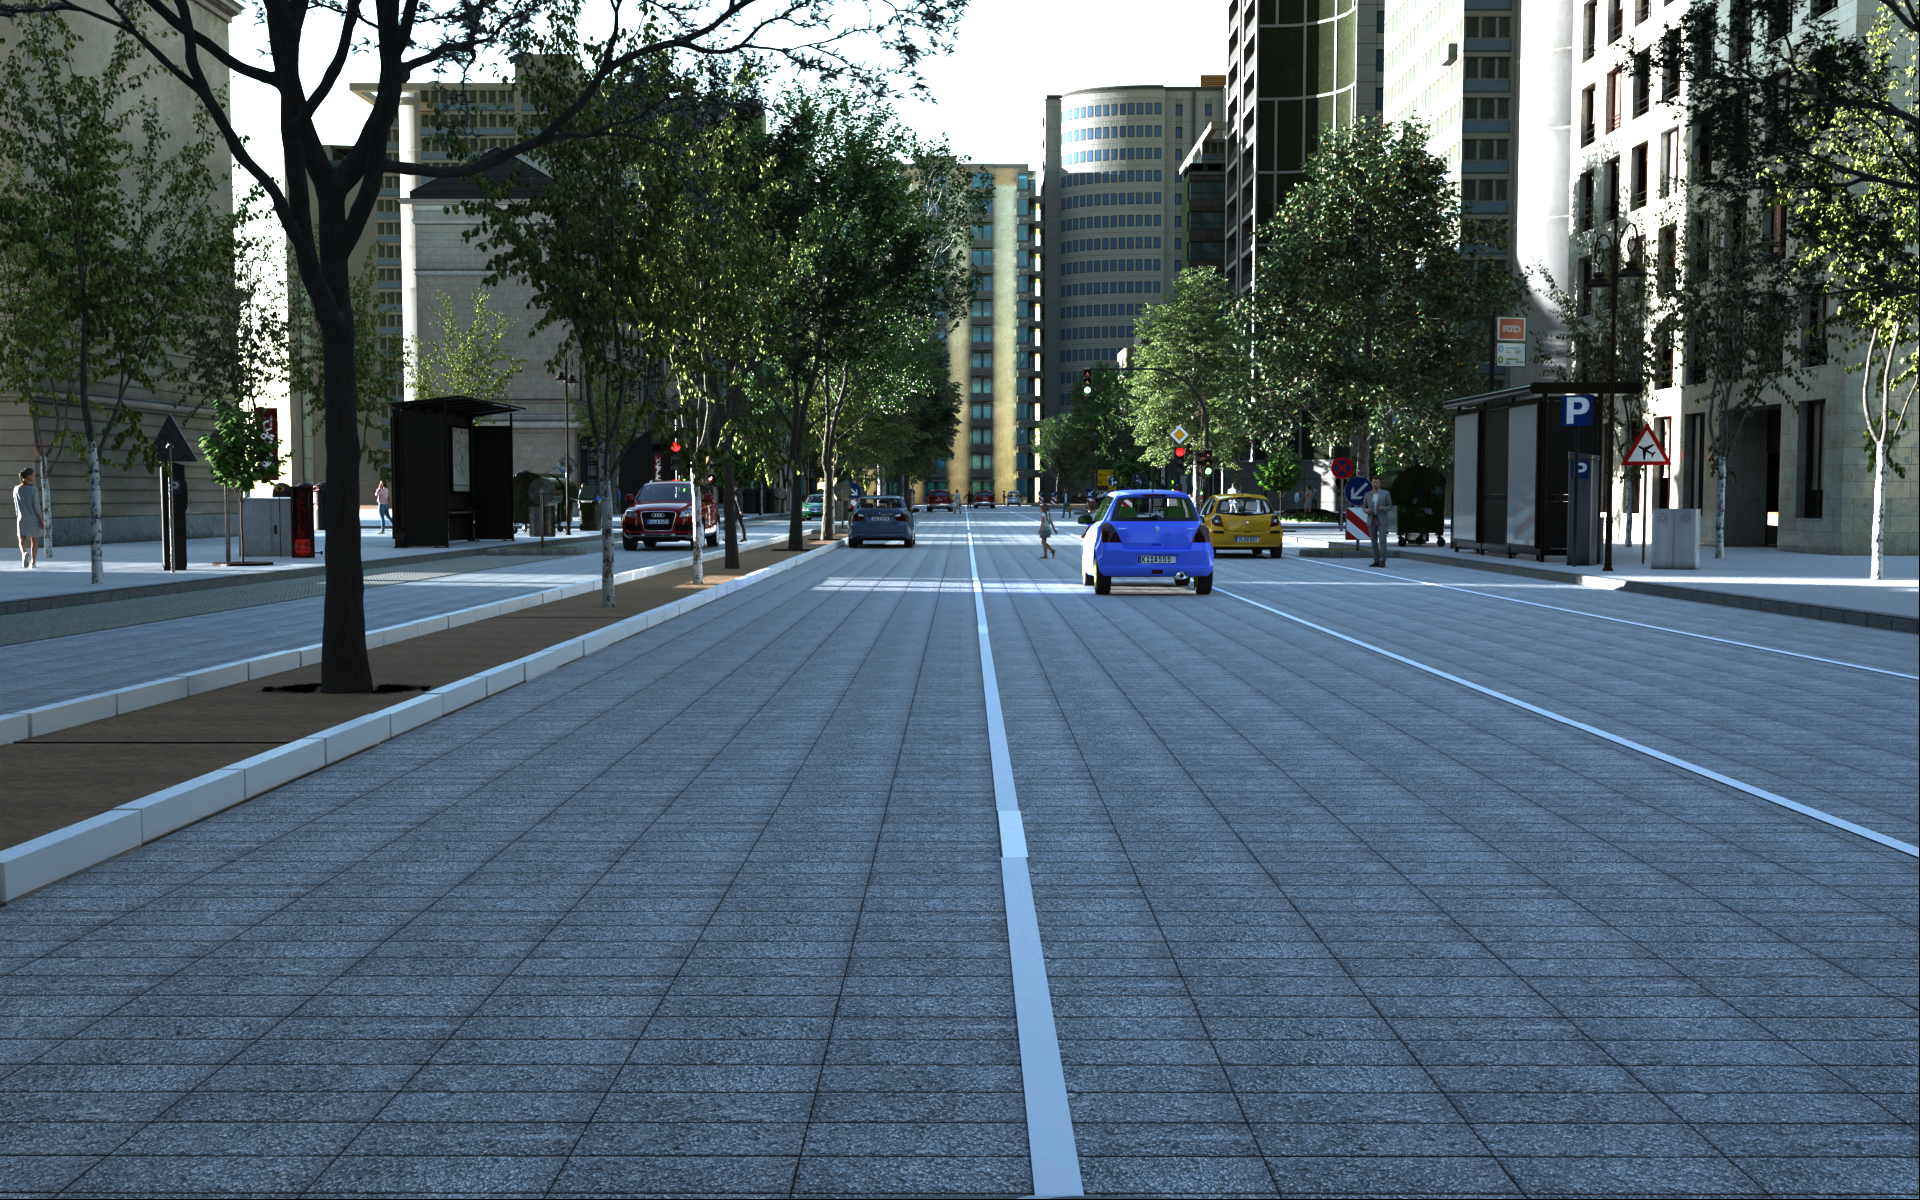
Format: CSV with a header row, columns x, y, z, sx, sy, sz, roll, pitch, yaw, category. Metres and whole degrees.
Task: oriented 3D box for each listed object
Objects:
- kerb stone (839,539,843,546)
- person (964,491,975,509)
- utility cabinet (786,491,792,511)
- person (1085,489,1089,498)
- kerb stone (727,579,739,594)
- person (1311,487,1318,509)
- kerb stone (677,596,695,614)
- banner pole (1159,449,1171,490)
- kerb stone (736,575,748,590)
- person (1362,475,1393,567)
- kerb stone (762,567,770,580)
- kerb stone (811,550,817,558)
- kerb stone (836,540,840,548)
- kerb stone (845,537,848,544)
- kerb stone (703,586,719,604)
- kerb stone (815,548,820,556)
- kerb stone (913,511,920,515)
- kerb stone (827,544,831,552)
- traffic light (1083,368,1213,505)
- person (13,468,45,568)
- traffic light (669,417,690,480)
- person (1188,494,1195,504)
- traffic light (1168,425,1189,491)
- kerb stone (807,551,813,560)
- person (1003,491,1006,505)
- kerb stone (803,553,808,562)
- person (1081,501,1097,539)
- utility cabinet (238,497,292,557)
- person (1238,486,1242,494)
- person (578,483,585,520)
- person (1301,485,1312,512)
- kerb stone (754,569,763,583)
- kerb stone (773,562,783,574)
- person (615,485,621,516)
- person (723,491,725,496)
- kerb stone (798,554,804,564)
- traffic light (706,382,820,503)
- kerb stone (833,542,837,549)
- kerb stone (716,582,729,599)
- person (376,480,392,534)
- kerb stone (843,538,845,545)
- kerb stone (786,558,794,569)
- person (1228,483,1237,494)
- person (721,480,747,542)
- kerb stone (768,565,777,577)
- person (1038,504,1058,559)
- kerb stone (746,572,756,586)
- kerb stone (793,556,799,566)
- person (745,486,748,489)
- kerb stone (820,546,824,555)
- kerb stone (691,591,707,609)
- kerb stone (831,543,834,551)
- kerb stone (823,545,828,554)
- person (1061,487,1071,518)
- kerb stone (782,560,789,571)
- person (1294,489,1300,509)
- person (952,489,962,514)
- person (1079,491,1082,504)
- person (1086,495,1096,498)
x,y,z,sx,sy,sz,roll,pitch,yaw,category
-3.307,-1.485,46.502,0.120,0.150,1.000,0,4,0,kerb stone
0.913,-9.563,165.673,1.217,1.723,0.721,1,4,16,person
-12.813,-7.402,129.704,0.318,1.500,1.173,0,4,1,utility cabinet
13.111,-10.510,177.898,0.705,1.822,1.348,2,4,24,person
-3.355,-0.172,25.012,0.120,0.150,1.000,0,4,0,kerb stone
24.850,-7.054,121.552,0.592,1.802,0.473,-3,4,-37,person
-3.363,0.085,20.905,0.120,0.150,1.000,0,4,0,kerb stone
11.223,-6.388,94.466,0.863,3.779,0.401,2,4,25,banner pole
-3.349,-0.232,26.034,0.120,0.150,1.000,0,4,0,kerb stone
8.165,-1.549,34.025,0.606,1.804,0.583,2,4,27,person
-3.349,-0.421,29.105,0.120,0.150,1.000,0,4,0,kerb stone
-3.325,-0.978,38.309,0.120,0.150,1.000,0,4,0,kerb stone
-3.305,-1.420,45.479,0.120,0.150,1.000,0,4,0,kerb stone
-3.306,-1.611,48.546,0.120,0.150,1.000,0,4,0,kerb stone
-3.363,-0.046,22.949,0.120,0.150,1.000,0,4,0,kerb stone
-3.332,-1.047,39.331,0.120,0.150,1.000,0,4,0,kerb stone
-3.131,-6.284,124.943,0.120,0.150,1.000,0,4,0,kerb stone
-3.320,-1.236,42.407,0.120,0.150,1.000,0,4,0,kerb stone
6.779,-5.363,62.359,4.771,5.953,1.251,0,4,0,traffic light
-16.000,-1.406,29.782,0.466,1.731,0.760,-2,4,-29,person
-10.190,-4.502,62.524,0.839,4.253,0.868,0,4,0,traffic light
11.244,-4.525,84.300,0.394,1.301,0.425,-3,5,-42,person
8.889,-4.988,70.481,0.839,4.253,0.868,0,4,0,traffic light
-3.330,-0.923,37.281,0.120,0.150,1.000,0,4,0,kerb stone
5.652,-13.058,221.626,0.705,1.869,1.348,-1,4,-11,person
-3.331,-0.860,36.260,0.120,0.150,1.000,0,4,0,kerb stone
2.672,-1.298,33.976,0.590,1.304,0.306,2,4,23,person
-14.278,-1.495,35.611,1.020,1.237,0.306,-1,4,-21,utility cabinet
17.981,-6.427,111.483,0.624,1.780,0.694,2,4,25,person
-18.425,-4.815,84.864,0.767,1.812,0.694,3,5,40,person
18.282,-5.210,91.590,0.532,1.782,0.716,-1,4,-18,person
-3.346,-0.360,28.083,0.120,0.150,1.000,0,4,0,kerb stone
-3.340,-0.548,31.150,0.120,0.150,1.000,0,4,0,kerb stone
-19.982,-5.821,101.564,0.444,1.785,0.601,0,4,7,person
-18.448,-8.014,137.042,0.573,1.828,0.580,0,4,7,person
-3.329,-0.795,35.238,0.120,0.150,1.000,0,4,0,kerb stone
-8.080,-5.864,70.539,4.771,5.953,1.251,0,4,0,traffic light
-3.315,-1.360,44.454,0.120,0.150,1.000,0,4,0,kerb stone
-3.359,-0.109,23.979,0.120,0.150,1.000,0,4,0,kerb stone
-18.487,-3.008,55.820,0.643,1.750,0.593,0,4,0,person
-3.310,-1.549,47.524,0.120,0.150,1.000,0,4,0,kerb stone
-3.332,-0.670,33.194,0.120,0.150,1.000,0,4,0,kerb stone
13.076,-4.685,82.739,0.635,1.810,0.391,3,5,42,person
-6.747,-2.660,51.773,0.755,1.850,0.659,1,4,10,person
-3.345,-0.477,30.128,0.120,0.150,1.000,0,4,0,kerb stone
1.920,-1.519,38.345,0.382,1.210,0.505,2,4,27,person
-3.349,-0.292,27.062,0.120,0.150,1.000,0,4,0,kerb stone
-3.345,-0.735,34.216,0.120,0.150,1.000,0,4,0,kerb stone
-15.628,-7.429,127.378,0.818,1.842,0.514,-2,4,-25,person
-3.322,-1.103,40.360,0.120,0.150,1.000,0,4,0,kerb stone
-3.366,0.023,21.927,0.120,0.150,1.000,0,4,0,kerb stone
-3.313,-1.297,43.429,0.120,0.150,1.000,0,4,0,kerb stone
-3.318,-1.168,41.383,0.120,0.150,1.000,0,4,0,kerb stone
6.292,-5.701,101.703,0.713,1.824,0.794,-3,5,-43,person
-3.342,-0.606,32.172,0.120,0.150,1.000,0,4,0,kerb stone
21.054,-6.132,108.109,0.330,1.601,0.589,0,4,3,person
-0.209,-7.195,126.494,0.694,1.780,0.624,-2,4,-35,person
15.278,-13.130,221.502,0.721,1.735,1.217,1,4,15,person
13.251,-10.331,175.032,1.350,1.814,0.705,-2,4,-34,person
